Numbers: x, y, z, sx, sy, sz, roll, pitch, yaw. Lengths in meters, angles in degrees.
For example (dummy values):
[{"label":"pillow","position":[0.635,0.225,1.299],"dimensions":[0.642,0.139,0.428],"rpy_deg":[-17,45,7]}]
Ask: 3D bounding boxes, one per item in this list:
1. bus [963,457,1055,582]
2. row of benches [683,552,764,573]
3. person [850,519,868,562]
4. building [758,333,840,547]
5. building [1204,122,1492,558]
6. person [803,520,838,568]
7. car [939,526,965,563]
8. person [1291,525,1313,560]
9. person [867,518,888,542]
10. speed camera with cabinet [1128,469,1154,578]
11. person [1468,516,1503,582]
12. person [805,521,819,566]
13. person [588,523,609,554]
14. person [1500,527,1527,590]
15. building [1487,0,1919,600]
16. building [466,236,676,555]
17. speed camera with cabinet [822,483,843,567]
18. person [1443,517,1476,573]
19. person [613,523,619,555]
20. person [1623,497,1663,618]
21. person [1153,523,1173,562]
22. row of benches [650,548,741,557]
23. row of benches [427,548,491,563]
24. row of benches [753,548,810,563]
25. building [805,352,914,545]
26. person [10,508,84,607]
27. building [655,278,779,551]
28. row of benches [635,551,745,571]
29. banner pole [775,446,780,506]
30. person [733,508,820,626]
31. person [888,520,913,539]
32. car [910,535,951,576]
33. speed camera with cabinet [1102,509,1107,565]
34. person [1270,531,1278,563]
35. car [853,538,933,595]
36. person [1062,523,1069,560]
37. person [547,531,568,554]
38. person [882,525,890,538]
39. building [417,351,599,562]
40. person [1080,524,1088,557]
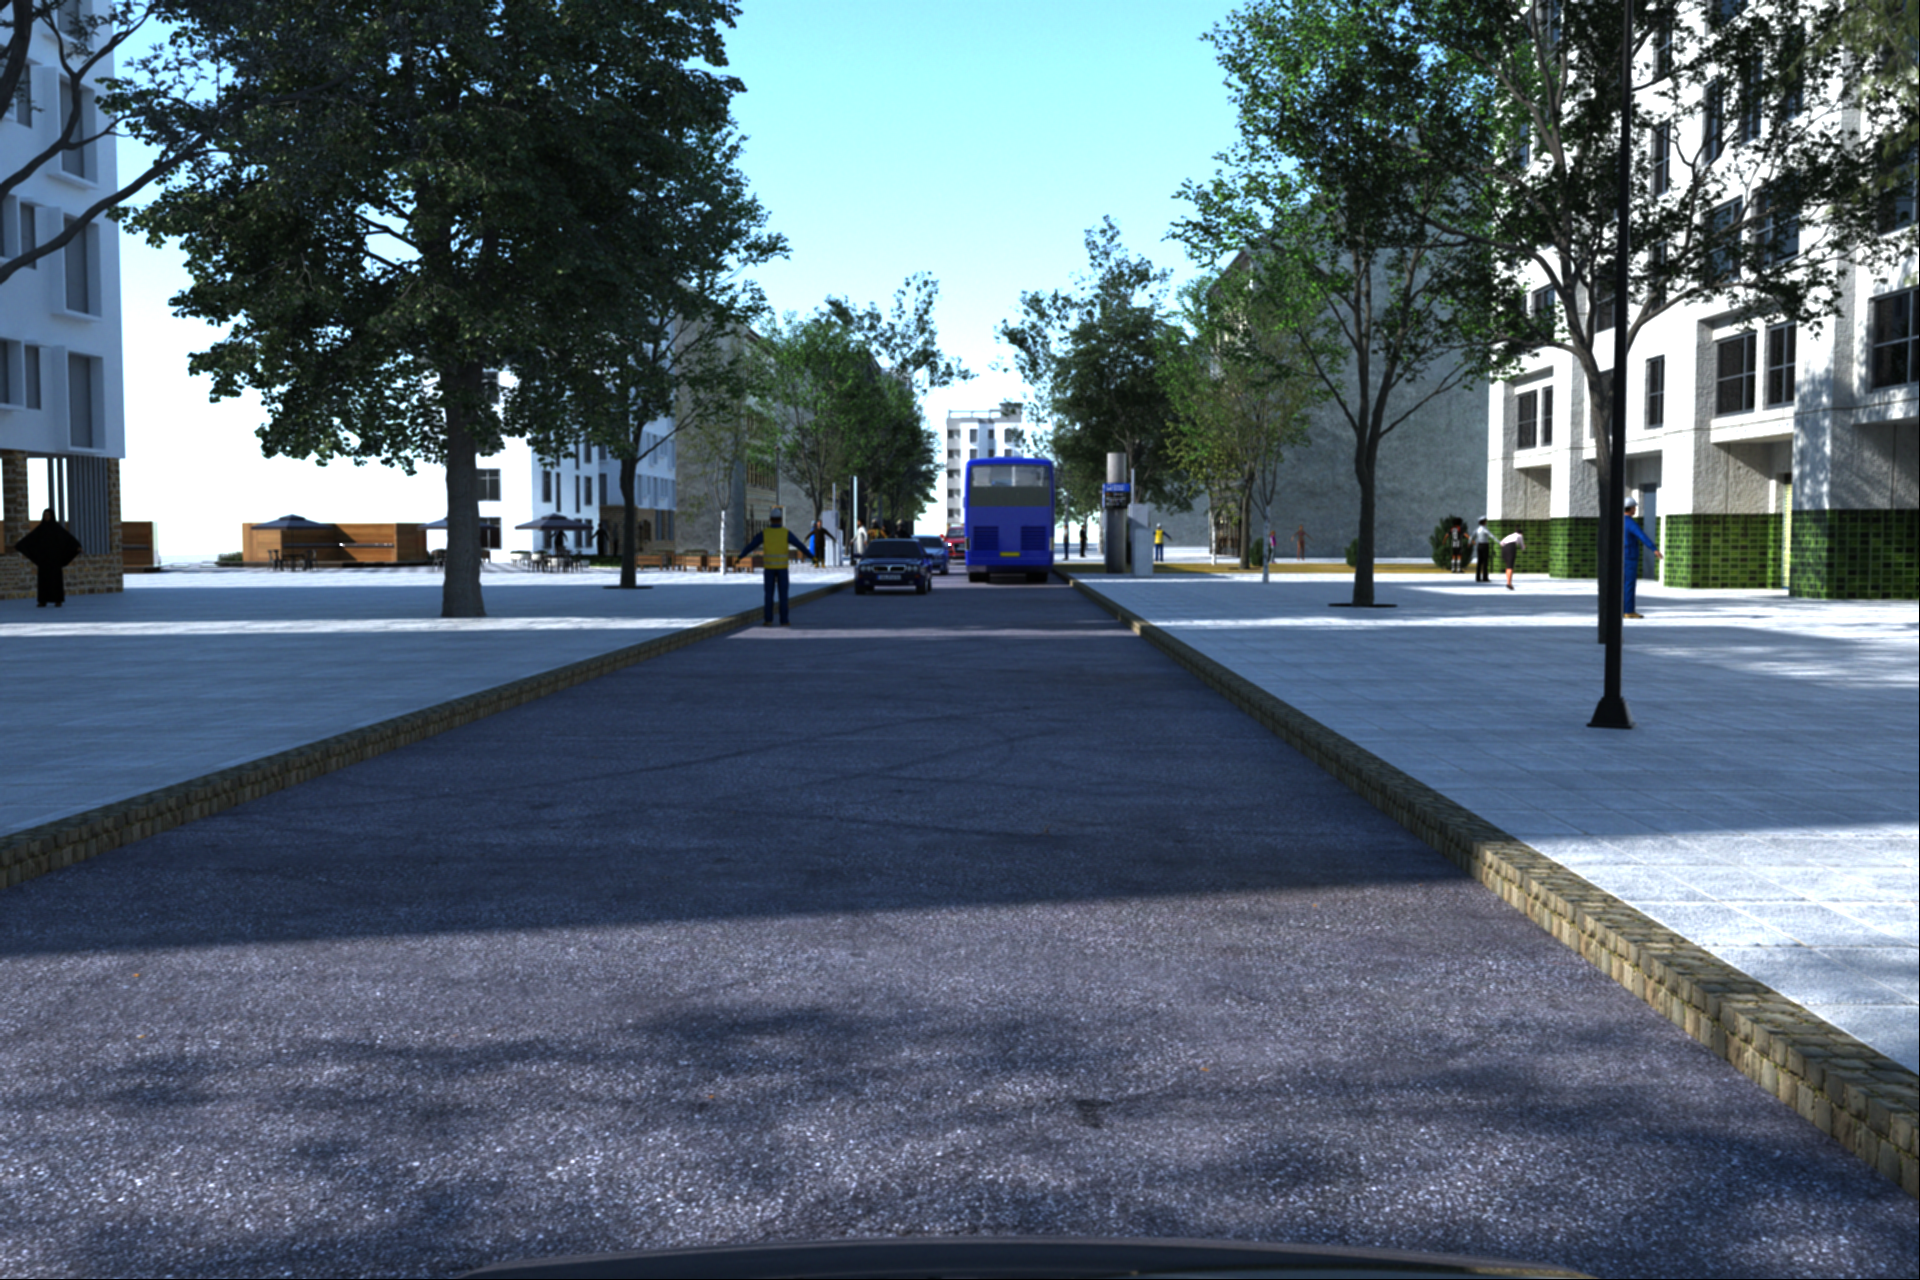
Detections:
[{"label":"bus","position":[1.473,-3.841,54.355],"dimensions":[2.896,3.916,12.251],"rpy_deg":[0,4,1]},{"label":"row of benches","position":[-7.824,-2.595,57.883],"dimensions":[1.422,0.672,4.104],"rpy_deg":[-3,5,-43]},{"label":"person","position":[-3.417,-3.259,59.469],"dimensions":[0.705,1.806,1.347],"rpy_deg":[-2,4,-26]},{"label":"building","position":[-22.714,-21.415,181.064],"dimensions":[19.493,23.208,18.063],"rpy_deg":[0,4,1]},{"label":"building","position":[24.894,-16.473,100.268],"dimensions":[19.493,23.208,18.063],"rpy_deg":[0,4,2]},{"label":"person","position":[-5.329,-3.657,65.924],"dimensions":[1.346,1.812,0.704],"rpy_deg":[-1,4,-13]},{"label":"car","position":[0.165,-4.581,83.565],"dimensions":[2.281,1.827,5.304],"rpy_deg":[0,4,1]},{"label":"person","position":[16.703,-4.758,84.592],"dimensions":[1.217,1.733,0.721],"rpy_deg":[-1,4,-18]},{"label":"person","position":[-3.069,-3.495,62.911],"dimensions":[1.354,1.858,0.705],"rpy_deg":[2,4,25]},{"label":"speed camera with cabinet","position":[5.424,-3.518,51.855],"dimensions":[0.660,3.252,2.038],"rpy_deg":[0,4,1]},{"label":"person","position":[14.049,-2.440,46.351],"dimensions":[0.721,1.778,1.216],"rpy_deg":[-2,4,-30]},{"label":"person","position":[-5.873,-3.890,69.721],"dimensions":[0.704,1.817,1.347],"rpy_deg":[-2,4,-35]},{"label":"person","position":[-17.076,-4.644,82.158],"dimensions":[0.704,1.802,1.346],"rpy_deg":[2,4,32]},{"label":"person","position":[12.796,-1.880,39.977],"dimensions":[0.628,1.438,0.799],"rpy_deg":[1,4,11]},{"label":"building","position":[25.553,-10.705,41.484],"dimensions":[16.747,18.905,31.486],"rpy_deg":[0,4,2]},{"label":"building","position":[-25.426,-15.512,110.046],"dimensions":[16.016,20.090,11.380],"rpy_deg":[0,4,1]},{"label":"speed camera with cabinet","position":[-5.004,-4.495,67.826],"dimensions":[0.660,3.252,2.038],"rpy_deg":[0,4,3]},{"label":"person","position":[16.391,-3.110,56.997],"dimensions":[0.704,1.843,1.345],"rpy_deg":[-2,4,-34]},{"label":"person","position":[-16.906,-4.837,85.212],"dimensions":[0.705,1.813,1.348],"rpy_deg":[-1,4,-9]},{"label":"person","position":[10.226,-1.259,26.471],"dimensions":[0.705,1.842,1.347],"rpy_deg":[-1,4,-14]},{"label":"person","position":[9.168,-4.478,79.681],"dimensions":[1.216,1.772,0.721],"rpy_deg":[0,4,6]},{"label":"row of benches","position":[-11.727,-3.722,76.321],"dimensions":[4.104,0.672,1.422],"rpy_deg":[0,4,-6]},{"label":"row of benches","position":[-22.652,-3.736,76.550],"dimensions":[4.104,0.672,1.422],"rpy_deg":[-3,5,-39]},{"label":"row of benches","position":[-7.698,-3.740,76.604],"dimensions":[1.422,0.672,4.104],"rpy_deg":[2,4,29]},{"label":"building","position":[-20.229,-22.422,210.569],"dimensions":[27.936,21.610,32.646],"rpy_deg":[0,4,1]},{"label":"person","position":[-16.048,-1.449,30.473],"dimensions":[1.214,1.737,0.721],"rpy_deg":[0,4,-7]},{"label":"building","position":[-24.775,-18.674,136.253],"dimensions":[19.493,23.208,18.063],"rpy_deg":[0,4,2]},{"label":"row of benches","position":[-9.474,-2.793,61.134],"dimensions":[4.104,0.672,1.422],"rpy_deg":[1,4,14]},{"label":"banner pole","position":[-5.197,-3.644,49.604],"dimensions":[0.401,3.779,0.863],"rpy_deg":[0,4,1]},{"label":"person","position":[-2.872,-1.140,27.061],"dimensions":[1.349,1.833,0.705],"rpy_deg":[0,4,-4]},{"label":"person","position":[-1.777,-2.661,51.748],"dimensions":[1.354,1.856,0.705],"rpy_deg":[-1,4,-14]},{"label":"car","position":[-1.296,-3.016,61.318],"dimensions":[2.014,1.417,4.499],"rpy_deg":[0,4,1]},{"label":"speed camera with cabinet","position":[6.242,-4.730,71.676],"dimensions":[0.660,3.252,2.038],"rpy_deg":[0,4,2]},{"label":"person","position":[13.797,-4.079,75.950],"dimensions":[0.599,1.433,0.991],"rpy_deg":[1,4,23]},{"label":"car","position":[-1.602,-1.816,42.278],"dimensions":[1.945,1.354,3.894],"rpy_deg":[0,4,2]},{"label":"person","position":[5.225,-4.884,85.713],"dimensions":[0.705,1.847,1.347],"rpy_deg":[0,4,4]},{"label":"person","position":[-18.743,-4.523,80.670],"dimensions":[1.216,1.740,0.721],"rpy_deg":[2,4,28]},{"label":"person","position":[-4.196,-5.504,96.183],"dimensions":[0.705,1.806,1.347],"rpy_deg":[3,4,38]},{"label":"building","position":[-23.919,-9.267,93.666],"dimensions":[9.099,9.664,28.070],"rpy_deg":[0,4,1]},{"label":"person","position":[6.821,-5.500,95.866],"dimensions":[0.705,1.837,1.347],"rpy_deg":[1,4,20]}]
